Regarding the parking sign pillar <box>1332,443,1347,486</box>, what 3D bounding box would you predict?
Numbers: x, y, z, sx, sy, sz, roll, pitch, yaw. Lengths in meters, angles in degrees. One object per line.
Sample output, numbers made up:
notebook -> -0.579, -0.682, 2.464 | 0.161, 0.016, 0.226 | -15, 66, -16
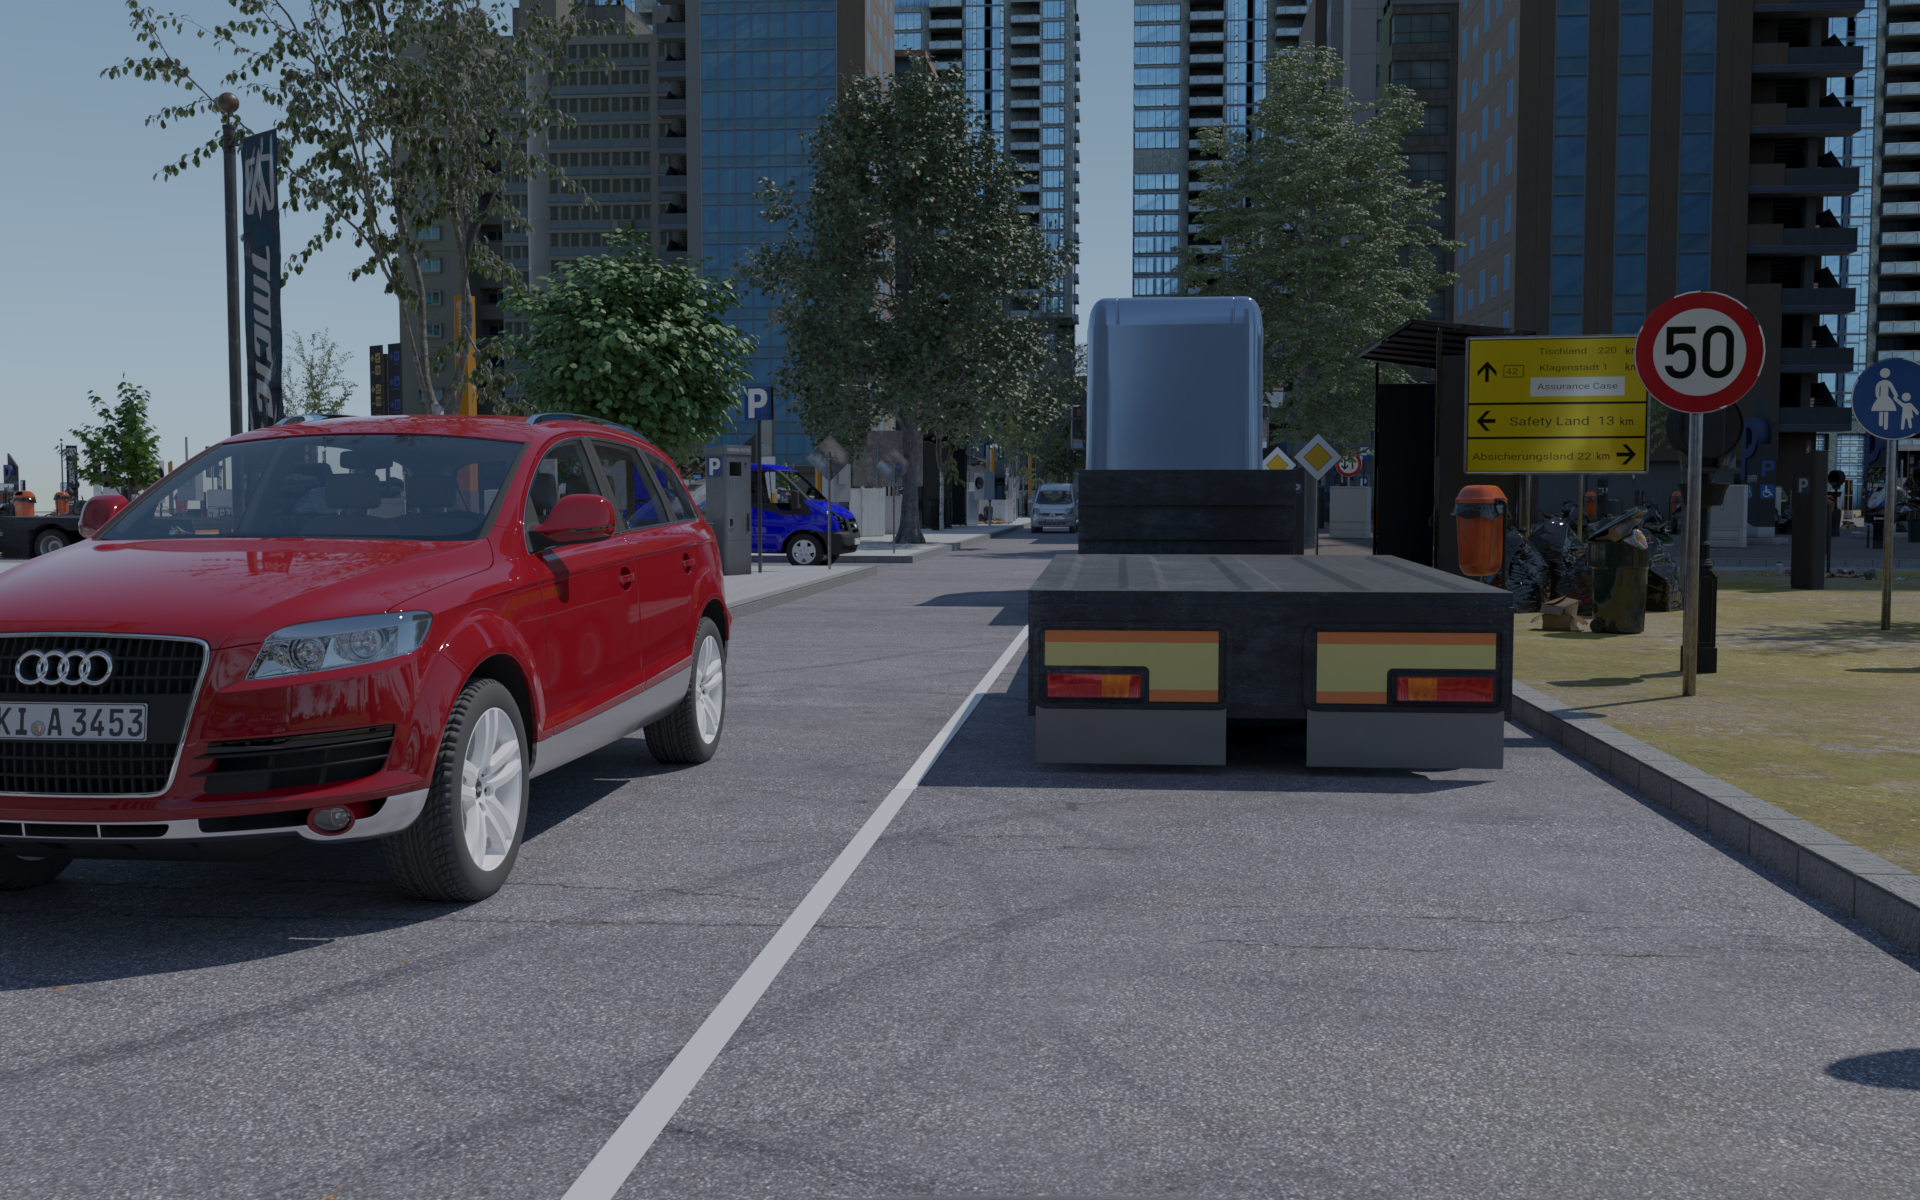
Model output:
parking sign pillar -> 19.548, -6.150, 89.032 | 1.447, 3.967, 1.447 | 0, 4, -5

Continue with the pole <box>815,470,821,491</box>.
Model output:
pole -> -5.544, -4.513, 67.636 | 0.158, 3.312, 0.155 | 0, 3, 0

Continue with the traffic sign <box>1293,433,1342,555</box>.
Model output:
traffic sign -> 5.888, -1.524, 28.562 | 0.795, 2.450, 0.064 | 0, 4, 6

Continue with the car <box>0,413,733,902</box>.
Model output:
car -> -2.478, 0.050, 7.857 | 2.281, 1.827, 5.304 | 0, 4, 6

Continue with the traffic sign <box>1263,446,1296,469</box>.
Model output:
traffic sign -> 6.678, -2.010, 36.508 | 0.795, 2.450, 0.064 | 0, 4, 6

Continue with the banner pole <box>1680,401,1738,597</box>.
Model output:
banner pole -> 9.295, -1.933, 21.615 | 0.863, 3.779, 0.401 | 0, 4, -1

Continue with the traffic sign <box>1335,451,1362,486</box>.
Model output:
traffic sign -> 11.467, -3.123, 51.163 | 0.768, 2.556, 0.104 | 1, 4, 8

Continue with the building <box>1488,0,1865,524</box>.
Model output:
building -> 31.300, -26.274, 79.696 | 14.600, 45.320, 14.200 | 0, 4, 6

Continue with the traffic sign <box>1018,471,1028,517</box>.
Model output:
traffic sign -> 3.493, -5.828, 95.397 | 0.768, 2.556, 0.104 | 1, 4, 12

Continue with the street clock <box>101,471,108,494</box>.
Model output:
street clock -> -25.871, -2.935, 52.562 | 0.471, 2.002, 0.358 | -2, 4, -33

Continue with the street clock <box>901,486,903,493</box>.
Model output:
street clock -> -2.149, -3.900, 68.336 | 0.358, 2.002, 0.471 | -3, 5, -41

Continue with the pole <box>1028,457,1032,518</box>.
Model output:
pole -> 3.753, -6.078, 93.219 | 0.158, 3.312, 0.155 | 0, 3, 0

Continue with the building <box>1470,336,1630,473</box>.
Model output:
building -> 63.792, -36.308, 213.251 | 30.456, 49.044, 23.786 | 0, 4, 6

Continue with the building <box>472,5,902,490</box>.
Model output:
building -> -20.034, -27.514, 141.733 | 32.217, 40.220, 23.993 | 0, 4, 6

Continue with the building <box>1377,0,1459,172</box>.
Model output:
building -> 31.496, -20.223, 102.351 | 14.160, 30.474, 14.107 | 0, 4, 6

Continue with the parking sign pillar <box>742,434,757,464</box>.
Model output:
parking sign pillar -> -9.677, -5.505, 78.475 | 1.447, 3.967, 1.447 | 2, 4, 29

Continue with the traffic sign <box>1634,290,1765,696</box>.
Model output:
traffic sign -> 4.641, -0.663, 10.948 | 0.768, 2.556, 0.104 | 1, 4, 14

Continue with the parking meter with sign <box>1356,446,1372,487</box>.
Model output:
parking meter with sign -> 14.769, -4.098, 63.262 | 0.543, 3.016, 1.738 | 1, 4, 15

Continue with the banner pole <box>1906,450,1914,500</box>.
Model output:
banner pole -> 53.587, -6.589, 97.742 | 0.401, 3.779, 0.863 | 0, 3, 0

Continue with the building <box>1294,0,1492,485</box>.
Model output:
building -> 37.251, -30.709, 152.200 | 14.600, 45.320, 14.200 | 0, 4, 6

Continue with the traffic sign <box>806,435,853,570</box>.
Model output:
traffic sign -> -2.214, -1.575, 29.386 | 0.795, 2.450, 0.064 | 0, 4, 6

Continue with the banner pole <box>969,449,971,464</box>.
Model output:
banner pole -> 0.560, -6.386, 94.421 | 0.401, 3.779, 0.863 | 0, 4, 3

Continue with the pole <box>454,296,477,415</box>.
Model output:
pole -> -5.100, -1.473, 17.925 | 0.158, 3.312, 0.155 | 0, 3, 0

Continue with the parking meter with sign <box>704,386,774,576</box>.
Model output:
parking meter with sign -> -3.695, -1.906, 27.423 | 0.543, 3.016, 1.738 | 2, 4, 32

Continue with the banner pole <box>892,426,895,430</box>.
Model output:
banner pole -> -2.628, -4.522, 63.945 | 0.863, 3.779, 0.401 | -3, 4, -38

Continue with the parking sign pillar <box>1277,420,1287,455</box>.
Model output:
parking sign pillar -> 11.402, -4.577, 63.302 | 1.447, 3.967, 1.447 | -1, 4, -22

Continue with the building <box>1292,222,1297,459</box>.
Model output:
building -> 39.017, -24.157, 166.675 | 14.160, 30.474, 14.107 | 0, 4, 6

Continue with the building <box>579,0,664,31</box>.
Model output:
building -> -43.347, -55.604, 221.795 | 31.000, 86.520, 22.319 | 0, 4, 6

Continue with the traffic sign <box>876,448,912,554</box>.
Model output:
traffic sign -> -1.424, -2.061, 37.332 | 0.795, 2.450, 0.064 | 0, 4, 6

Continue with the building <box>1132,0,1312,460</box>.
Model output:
building -> 33.075, -55.111, 213.734 | 31.000, 86.520, 22.319 | 0, 4, 6

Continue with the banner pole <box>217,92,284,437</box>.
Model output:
banner pole -> -4.390, -1.268, 10.750 | 0.863, 3.779, 0.401 | 3, 5, 42

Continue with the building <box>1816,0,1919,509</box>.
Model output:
building -> 79.616, -51.623, 156.703 | 31.000, 86.520, 22.319 | 0, 4, 6

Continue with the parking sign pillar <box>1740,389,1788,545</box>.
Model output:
parking sign pillar -> 20.254, -3.391, 43.911 | 1.447, 3.967, 1.447 | 0, 4, 6

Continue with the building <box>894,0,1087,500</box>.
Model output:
building -> 1.966, -55.333, 217.372 | 31.000, 86.520, 22.319 | 0, 4, 6

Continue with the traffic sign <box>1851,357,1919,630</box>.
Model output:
traffic sign -> 8.732, -0.988, 16.263 | 0.768, 2.556, 0.104 | 1, 4, 9

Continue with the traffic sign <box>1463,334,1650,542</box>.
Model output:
traffic sign -> 7.649, -1.737, 22.267 | 2.265, 3.308, 0.079 | 1, 4, 12

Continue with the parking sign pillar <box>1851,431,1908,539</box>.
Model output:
parking sign pillar -> 26.469, -3.748, 49.759 | 1.447, 3.967, 1.447 | 0, 4, 8

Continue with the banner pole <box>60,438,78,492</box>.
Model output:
banner pole -> -40.189, -5.385, 78.055 | 0.863, 3.779, 0.401 | -2, 4, -25

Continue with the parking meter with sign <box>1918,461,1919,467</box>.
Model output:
parking meter with sign -> 50.314, -5.755, 90.355 | 0.543, 3.016, 1.738 | 2, 4, 27

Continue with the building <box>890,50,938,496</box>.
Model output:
building -> -15.184, -31.398, 167.989 | 28.867, 44.769, 22.147 | 0, 4, 6

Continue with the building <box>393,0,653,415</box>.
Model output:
building -> -40.990, -33.467, 170.891 | 21.600, 48.544, 21.300 | 0, 4, 6

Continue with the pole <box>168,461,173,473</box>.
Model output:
pole -> -50.460, -7.142, 110.612 | 0.158, 3.312, 0.155 | 0, 3, 0

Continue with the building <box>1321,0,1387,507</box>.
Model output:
building -> 38.206, -35.970, 130.109 | 21.231, 58.520, 28.212 | 0, 4, 6

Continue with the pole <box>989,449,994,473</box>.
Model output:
pole -> 1.434, -5.161, 78.227 | 0.158, 3.312, 0.155 | 0, 3, 0

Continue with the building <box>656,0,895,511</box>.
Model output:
building -> -12.378, -28.838, 121.615 | 14.600, 45.320, 14.200 | 0, 4, 6

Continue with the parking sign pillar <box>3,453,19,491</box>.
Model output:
parking sign pillar -> -62.389, -7.672, 113.915 | 1.447, 3.967, 1.447 | 3, 4, 38

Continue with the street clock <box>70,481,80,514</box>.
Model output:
street clock -> -45.914, -5.216, 89.850 | 0.471, 2.002, 0.358 | -1, 4, -12

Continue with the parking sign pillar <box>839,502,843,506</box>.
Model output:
parking sign pillar -> -6.709, -6.331, 91.979 | 1.447, 3.967, 1.447 | 2, 4, 27
